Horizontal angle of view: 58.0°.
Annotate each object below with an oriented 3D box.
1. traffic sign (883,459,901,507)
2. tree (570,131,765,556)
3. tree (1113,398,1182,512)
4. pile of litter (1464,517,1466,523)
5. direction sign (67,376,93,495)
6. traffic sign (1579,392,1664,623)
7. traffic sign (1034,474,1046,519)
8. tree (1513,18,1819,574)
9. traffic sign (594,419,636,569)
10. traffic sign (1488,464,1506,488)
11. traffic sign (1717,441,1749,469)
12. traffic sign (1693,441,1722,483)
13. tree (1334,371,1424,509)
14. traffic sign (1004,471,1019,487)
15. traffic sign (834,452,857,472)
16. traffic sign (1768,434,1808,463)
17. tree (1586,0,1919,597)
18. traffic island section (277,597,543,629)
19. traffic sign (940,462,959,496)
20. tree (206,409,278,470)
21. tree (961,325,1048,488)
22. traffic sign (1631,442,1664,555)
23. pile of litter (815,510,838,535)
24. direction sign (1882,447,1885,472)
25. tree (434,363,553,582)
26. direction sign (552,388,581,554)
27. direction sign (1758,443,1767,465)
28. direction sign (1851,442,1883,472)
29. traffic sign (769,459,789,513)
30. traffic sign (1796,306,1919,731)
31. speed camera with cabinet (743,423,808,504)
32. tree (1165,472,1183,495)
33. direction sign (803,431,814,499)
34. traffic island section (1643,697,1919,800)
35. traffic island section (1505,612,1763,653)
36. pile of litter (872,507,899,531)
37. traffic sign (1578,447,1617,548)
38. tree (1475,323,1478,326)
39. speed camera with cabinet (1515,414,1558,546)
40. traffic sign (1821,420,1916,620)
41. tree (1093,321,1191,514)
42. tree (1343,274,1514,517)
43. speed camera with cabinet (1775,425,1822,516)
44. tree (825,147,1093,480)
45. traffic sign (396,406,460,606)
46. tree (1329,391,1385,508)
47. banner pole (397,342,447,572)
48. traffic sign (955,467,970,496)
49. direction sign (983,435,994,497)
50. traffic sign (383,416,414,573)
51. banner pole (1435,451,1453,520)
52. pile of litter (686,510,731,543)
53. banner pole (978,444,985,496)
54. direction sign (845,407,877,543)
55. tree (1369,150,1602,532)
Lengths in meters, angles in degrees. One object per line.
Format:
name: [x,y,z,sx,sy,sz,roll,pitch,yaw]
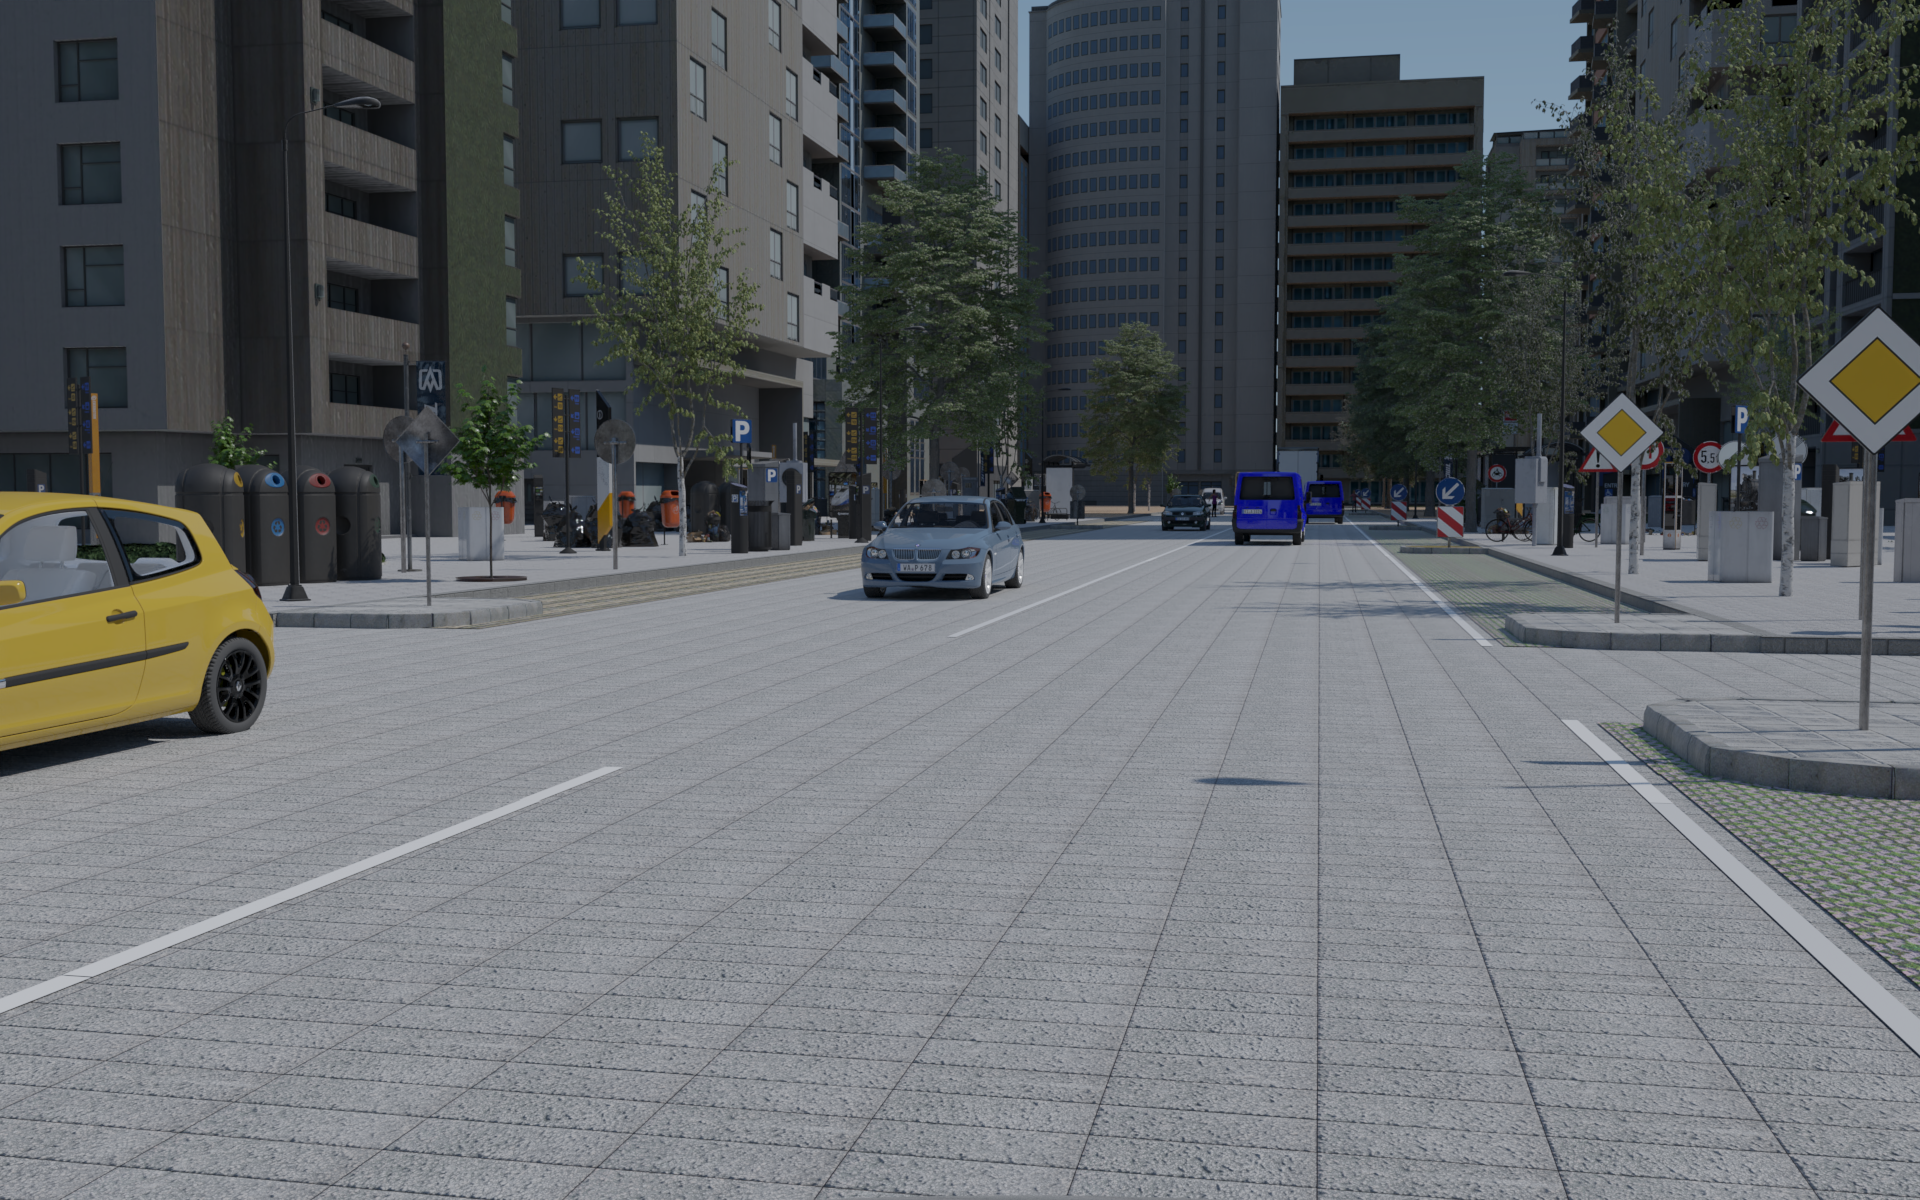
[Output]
traffic sign: [-2.540,-3.879,63.532,0.768,2.556,0.104,1,4,15]
tree: [-5.751,-5.196,35.320,4.737,8.622,4.395,0,3,0]
tree: [14.623,-11.119,132.165,4.737,8.622,4.395,0,3,0]
pile of litter: [21.711,-3.797,76.053,1.719,0.858,1.176,-2,4,-31]
direction sign: [-17.068,-2.547,33.643,0.876,3.537,0.379,3,4,37]
traffic sign: [6.535,-0.828,17.173,0.795,2.450,0.064,1,4,12]
traffic sign: [4.057,-5.245,87.892,0.606,2.300,0.079,1,4,17]
tree: [11.014,-4.713,27.412,4.360,8.622,3.978,0,3,0]
traffic sign: [-5.866,-1.793,29.416,0.768,2.556,0.104,1,4,14]
traffic sign: [22.937,-4.521,74.024,0.768,2.556,0.104,1,4,15]
traffic sign: [18.539,-2.532,41.496,0.768,2.556,0.104,1,4,21]
traffic sign: [18.079,-2.551,41.822,0.768,2.556,0.104,1,4,13]
tree: [37.340,-14.265,150.242,9.611,12.733,9.660,0,3,0]
traffic sign: [2.586,-5.261,87.203,0.795,2.450,0.064,1,4,16]
traffic sign: [-3.484,-3.214,52.555,0.884,2.594,0.081,1,4,15]
traffic sign: [17.177,-2.197,36.033,0.768,2.556,0.104,1,4,16]
tree: [10.150,-4.356,21.576,4.737,8.622,4.395,0,3,0]
traffic island section: [-6.111,0.147,19.872,2.009,0.180,2.903,1,4,12]
traffic sign: [-0.424,-4.141,67.805,0.768,2.556,0.104,1,4,14]
tree: [-16.596,-2.727,39.189,1.663,3.219,1.824,0,3,0]
tree: [1.754,-7.448,72.137,4.737,8.622,4.395,0,3,0]
traffic sign: [14.269,-2.206,36.168,0.768,2.556,0.104,1,4,16]
pile of litter: [-4.352,-2.498,54.808,1.176,0.858,1.719,1,4,22]
direction sign: [32.377,-4.257,61.606,0.876,3.537,0.379,2,4,34]
tree: [-7.024,-1.904,25.740,1.663,3.219,1.824,0,3,0]
direction sign: [-8.456,-2.769,37.268,0.379,3.537,0.876,2,4,28]
direction sign: [35.523,-5.168,76.488,0.876,3.537,0.379,-2,4,-26]
direction sign: [22.630,-3.151,43.513,0.379,3.537,0.876,0,4,-2]
traffic sign: [-5.216,-2.929,50.014,0.606,2.300,0.079,1,4,14]
traffic sign: [4.911,-0.349,9.354,0.795,2.450,0.064,1,4,12]
speed camera with cabinet: [-5.302,-3.294,48.189,2.038,3.252,0.660,1,4,8]
tree: [18.151,-9.465,149.361,1.663,3.219,1.824,0,3,0]
direction sign: [-5.462,-4.318,62.602,0.379,3.537,0.876,-2,4,-29]
traffic island section: [4.936,0.786,9.426,2.009,0.180,2.903,1,4,12]
traffic island section: [6.560,0.308,17.245,2.009,0.180,2.903,1,4,12]
pile of litter: [-2.529,-2.817,60.016,1.176,0.858,1.719,-3,5,-44]
traffic sign: [15.264,-2.537,41.480,0.884,2.594,0.081,1,4,19]
tree: [16.701,-6.056,49.379,4.360,8.622,3.978,0,3,0]
speed camera with cabinet: [14.566,-2.994,43.285,0.660,3.252,2.038,3,5,42]
traffic sign: [9.202,-1.076,17.595,0.884,2.594,0.081,1,4,13]
tree: [11.673,-11.964,113.731,7.486,12.596,7.792,0,3,0]
tree: [26.916,-11.728,98.402,9.857,13.997,8.962,0,3,0]
speed camera with cabinet: [23.206,-3.286,48.062,0.660,3.252,2.038,0,4,-5]
tree: [-0.430,-8.505,57.184,7.486,12.596,7.792,0,3,0]
traffic sign: [-6.087,-0.989,19.805,0.795,2.450,0.064,1,4,12]
tree: [39.867,-15.415,162.397,12.009,13.543,11.850,0,3,0]
banner pole: [-8.902,-2.364,28.668,0.863,3.779,0.401,0,4,-6]
traffic sign: [0.081,-5.029,82.324,0.768,2.556,0.104,1,4,17]
direction sign: [1.098,-4.568,66.690,0.379,3.537,0.876,-2,4,-25]
traffic sign: [-9.064,-1.715,28.148,0.768,2.556,0.104,1,4,19]
banner pole: [23.961,-5.848,85.639,0.863,3.779,0.401,1,4,20]
pile of litter: [-6.833,-1.978,46.298,1.176,0.858,1.719,3,5,45]
banner pole: [0.837,-4.833,69.038,0.401,3.779,0.863,2,4,26]
direction sign: [-2.590,-3.270,45.461,0.876,3.537,0.379,-2,4,-24]
tree: [17.279,-8.512,57.300,7.486,12.596,7.792,0,3,0]
